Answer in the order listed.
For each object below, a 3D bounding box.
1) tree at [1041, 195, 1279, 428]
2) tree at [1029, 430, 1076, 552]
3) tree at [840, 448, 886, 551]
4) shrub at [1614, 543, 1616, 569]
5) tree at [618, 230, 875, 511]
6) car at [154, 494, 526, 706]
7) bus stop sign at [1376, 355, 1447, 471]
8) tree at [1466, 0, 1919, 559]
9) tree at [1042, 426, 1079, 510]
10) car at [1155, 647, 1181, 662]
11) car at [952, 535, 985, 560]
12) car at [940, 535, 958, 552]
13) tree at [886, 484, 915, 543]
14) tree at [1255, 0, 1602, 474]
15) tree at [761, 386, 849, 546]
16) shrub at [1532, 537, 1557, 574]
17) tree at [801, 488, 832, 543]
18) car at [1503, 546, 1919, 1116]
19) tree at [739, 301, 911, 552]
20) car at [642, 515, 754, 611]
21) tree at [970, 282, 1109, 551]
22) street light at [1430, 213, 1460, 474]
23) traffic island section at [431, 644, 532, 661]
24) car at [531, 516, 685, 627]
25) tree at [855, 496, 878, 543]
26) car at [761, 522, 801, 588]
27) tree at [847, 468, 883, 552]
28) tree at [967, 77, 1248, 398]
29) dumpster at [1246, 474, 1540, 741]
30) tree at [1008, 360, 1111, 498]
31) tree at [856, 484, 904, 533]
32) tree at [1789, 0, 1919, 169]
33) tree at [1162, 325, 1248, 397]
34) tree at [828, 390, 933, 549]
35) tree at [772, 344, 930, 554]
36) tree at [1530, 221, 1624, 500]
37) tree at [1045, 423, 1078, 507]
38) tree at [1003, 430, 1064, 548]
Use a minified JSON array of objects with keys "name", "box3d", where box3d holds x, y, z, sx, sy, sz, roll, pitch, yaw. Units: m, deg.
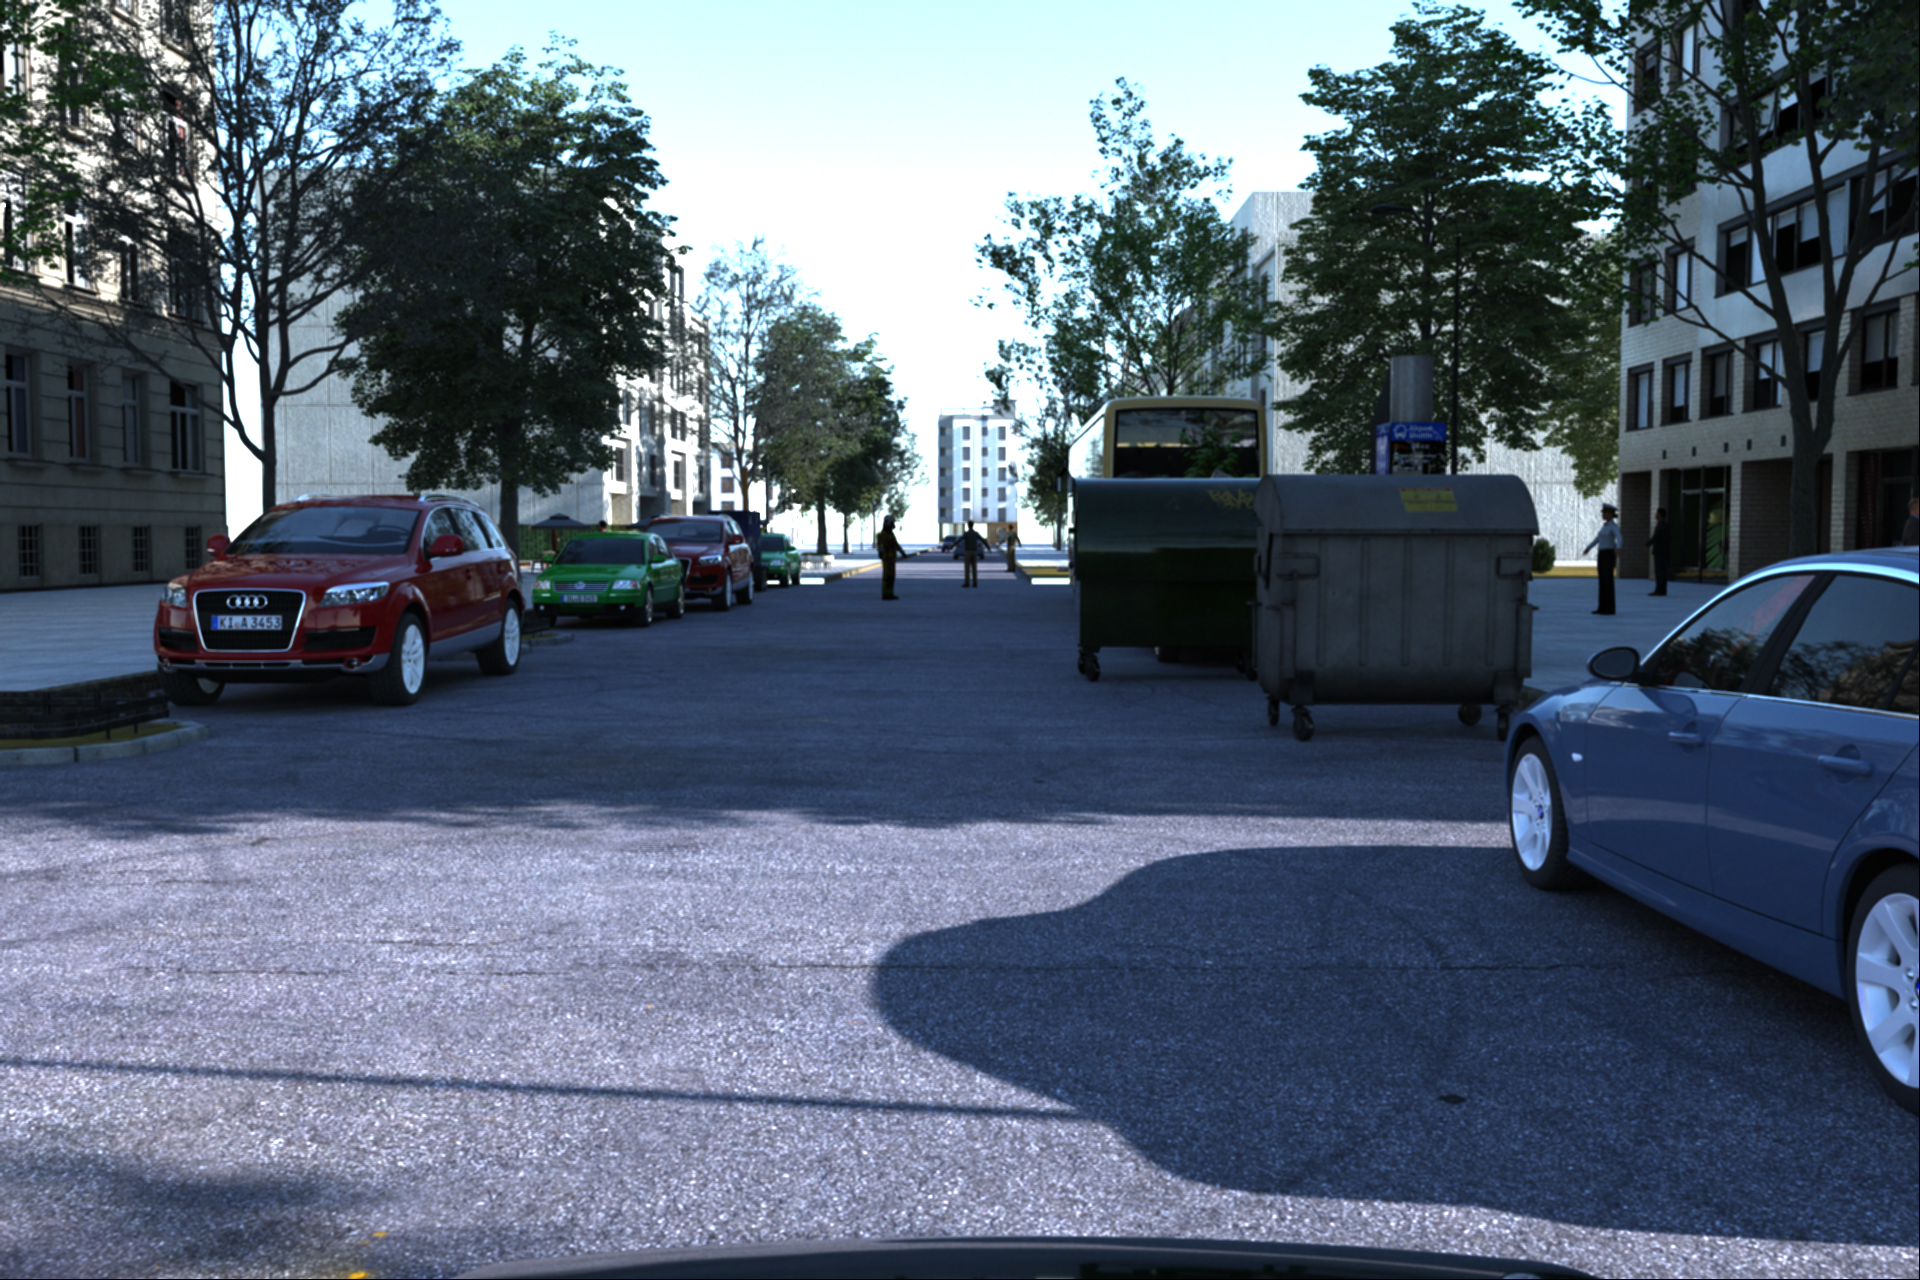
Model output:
[{"name":"tree","box3d":[6.107,-7.796,53.219,9.928,11.665,9.643,0,3,0]},{"name":"tree","box3d":[7.196,-10.525,122.444,4.737,8.622,4.395,0,3,0]},{"name":"tree","box3d":[-7.543,-11.121,132.190,4.737,8.622,4.395,0,3,0]},{"name":"shrub","box3d":[24.224,-3.204,63.495,1.383,1.207,1.383,0,3,0]},{"name":"tree","box3d":[-8.751,-9.808,70.726,12.009,13.543,11.850,0,3,0]},{"name":"car","box3d":[-5.567,-0.457,16.138,2.281,1.827,5.304,0,4,0]},{"name":"bus stop sign","box3d":[6.718,-2.252,25.841,0.837,3.901,0.837,0,4,0]},{"name":"tree","box3d":[9.780,-5.747,19.727,9.928,11.665,9.643,0,3,0]},{"name":"tree","box3d":[7.502,-10.074,115.067,4.737,8.622,4.395,0,3,0]},{"name":"car","box3d":[3.085,-0.731,20.747,1.959,1.807,4.718,0,4,0]},{"name":"car","box3d":[0.512,-5.294,98.556,2.014,1.417,4.499,0,4,1]},{"name":"car","box3d":[-0.579,-7.598,136.804,1.945,1.354,3.894,0,4,0]},{"name":"tree","box3d":[-8.523,-18.171,247.454,4.737,8.622,4.395,0,3,0]},{"name":"tree","box3d":[10.206,-7.283,37.198,7.486,12.596,7.792,0,3,0]},{"name":"tree","box3d":[-8.197,-8.112,83.000,4.360,8.622,3.978,0,3,0]},{"name":"shrub","box3d":[18.848,-2.755,56.169,1.383,1.207,1.383,0,3,0]},{"name":"tree","box3d":[-22.569,-20.450,244.720,12.009,13.543,11.850,0,3,0]},{"name":"car","box3d":[3.183,0.397,5.519,2.014,1.417,4.499,0,4,0]},{"name":"tree","box3d":[-7.539,-11.473,94.242,9.857,13.997,8.962,0,3,0]},{"name":"car","box3d":[-5.275,-1.540,33.847,2.281,1.827,5.304,0,4,1]},{"name":"tree","box3d":[7.128,-16.950,133.021,12.611,20.169,13.585,0,3,0]},{"name":"street light","box3d":[7.562,-3.181,24.554,1.470,5.913,1.316,0,4,1]},{"name":"traffic island section","box3d":[-6.176,0.146,20.484,1.991,0.108,1.994,0,4,1]},{"name":"car","box3d":[-5.630,-1.179,28.066,1.959,1.807,4.718,0,4,1]},{"name":"tree","box3d":[-12.927,-18.173,247.497,4.360,8.622,3.978,0,3,0]},{"name":"car","box3d":[-5.433,-2.382,47.743,1.959,1.807,4.718,0,4,1]},{"name":"tree","box3d":[-7.664,-10.564,123.080,4.737,8.622,4.395,0,3,0]},{"name":"tree","box3d":[6.367,-13.392,74.845,12.611,20.169,13.585,0,3,0]},{"name":"dumpster","box3d":[3.063,-0.259,12.443,1.865,1.857,1.264,0,4,-1]},{"name":"tree","box3d":[7.002,-9.625,91.783,8.767,10.594,7.601,-2,4,-32]},{"name":"tree","box3d":[-11.139,-18.730,240.652,7.601,10.594,8.767,0,4,1]},{"name":"tree","box3d":[9.374,-6.329,10.129,9.857,13.997,8.962,0,3,0]},{"name":"tree","box3d":[8.828,-6.758,60.851,4.360,8.622,3.978,0,3,0]},{"name":"tree","box3d":[-7.332,-14.541,148.117,12.009,13.543,11.850,0,3,0]},{"name":"tree","box3d":[-7.565,-12.390,112.943,12.009,13.543,11.850,0,3,0]},{"name":"tree","box3d":[24.067,-8.828,62.468,7.486,12.596,7.792,0,3,0]},{"name":"tree","box3d":[7.304,-9.711,109.133,4.360,8.622,3.978,0,3,0]},{"name":"tree","box3d":[8.237,-13.457,154.437,7.601,10.594,8.767,3,5,42]}]
